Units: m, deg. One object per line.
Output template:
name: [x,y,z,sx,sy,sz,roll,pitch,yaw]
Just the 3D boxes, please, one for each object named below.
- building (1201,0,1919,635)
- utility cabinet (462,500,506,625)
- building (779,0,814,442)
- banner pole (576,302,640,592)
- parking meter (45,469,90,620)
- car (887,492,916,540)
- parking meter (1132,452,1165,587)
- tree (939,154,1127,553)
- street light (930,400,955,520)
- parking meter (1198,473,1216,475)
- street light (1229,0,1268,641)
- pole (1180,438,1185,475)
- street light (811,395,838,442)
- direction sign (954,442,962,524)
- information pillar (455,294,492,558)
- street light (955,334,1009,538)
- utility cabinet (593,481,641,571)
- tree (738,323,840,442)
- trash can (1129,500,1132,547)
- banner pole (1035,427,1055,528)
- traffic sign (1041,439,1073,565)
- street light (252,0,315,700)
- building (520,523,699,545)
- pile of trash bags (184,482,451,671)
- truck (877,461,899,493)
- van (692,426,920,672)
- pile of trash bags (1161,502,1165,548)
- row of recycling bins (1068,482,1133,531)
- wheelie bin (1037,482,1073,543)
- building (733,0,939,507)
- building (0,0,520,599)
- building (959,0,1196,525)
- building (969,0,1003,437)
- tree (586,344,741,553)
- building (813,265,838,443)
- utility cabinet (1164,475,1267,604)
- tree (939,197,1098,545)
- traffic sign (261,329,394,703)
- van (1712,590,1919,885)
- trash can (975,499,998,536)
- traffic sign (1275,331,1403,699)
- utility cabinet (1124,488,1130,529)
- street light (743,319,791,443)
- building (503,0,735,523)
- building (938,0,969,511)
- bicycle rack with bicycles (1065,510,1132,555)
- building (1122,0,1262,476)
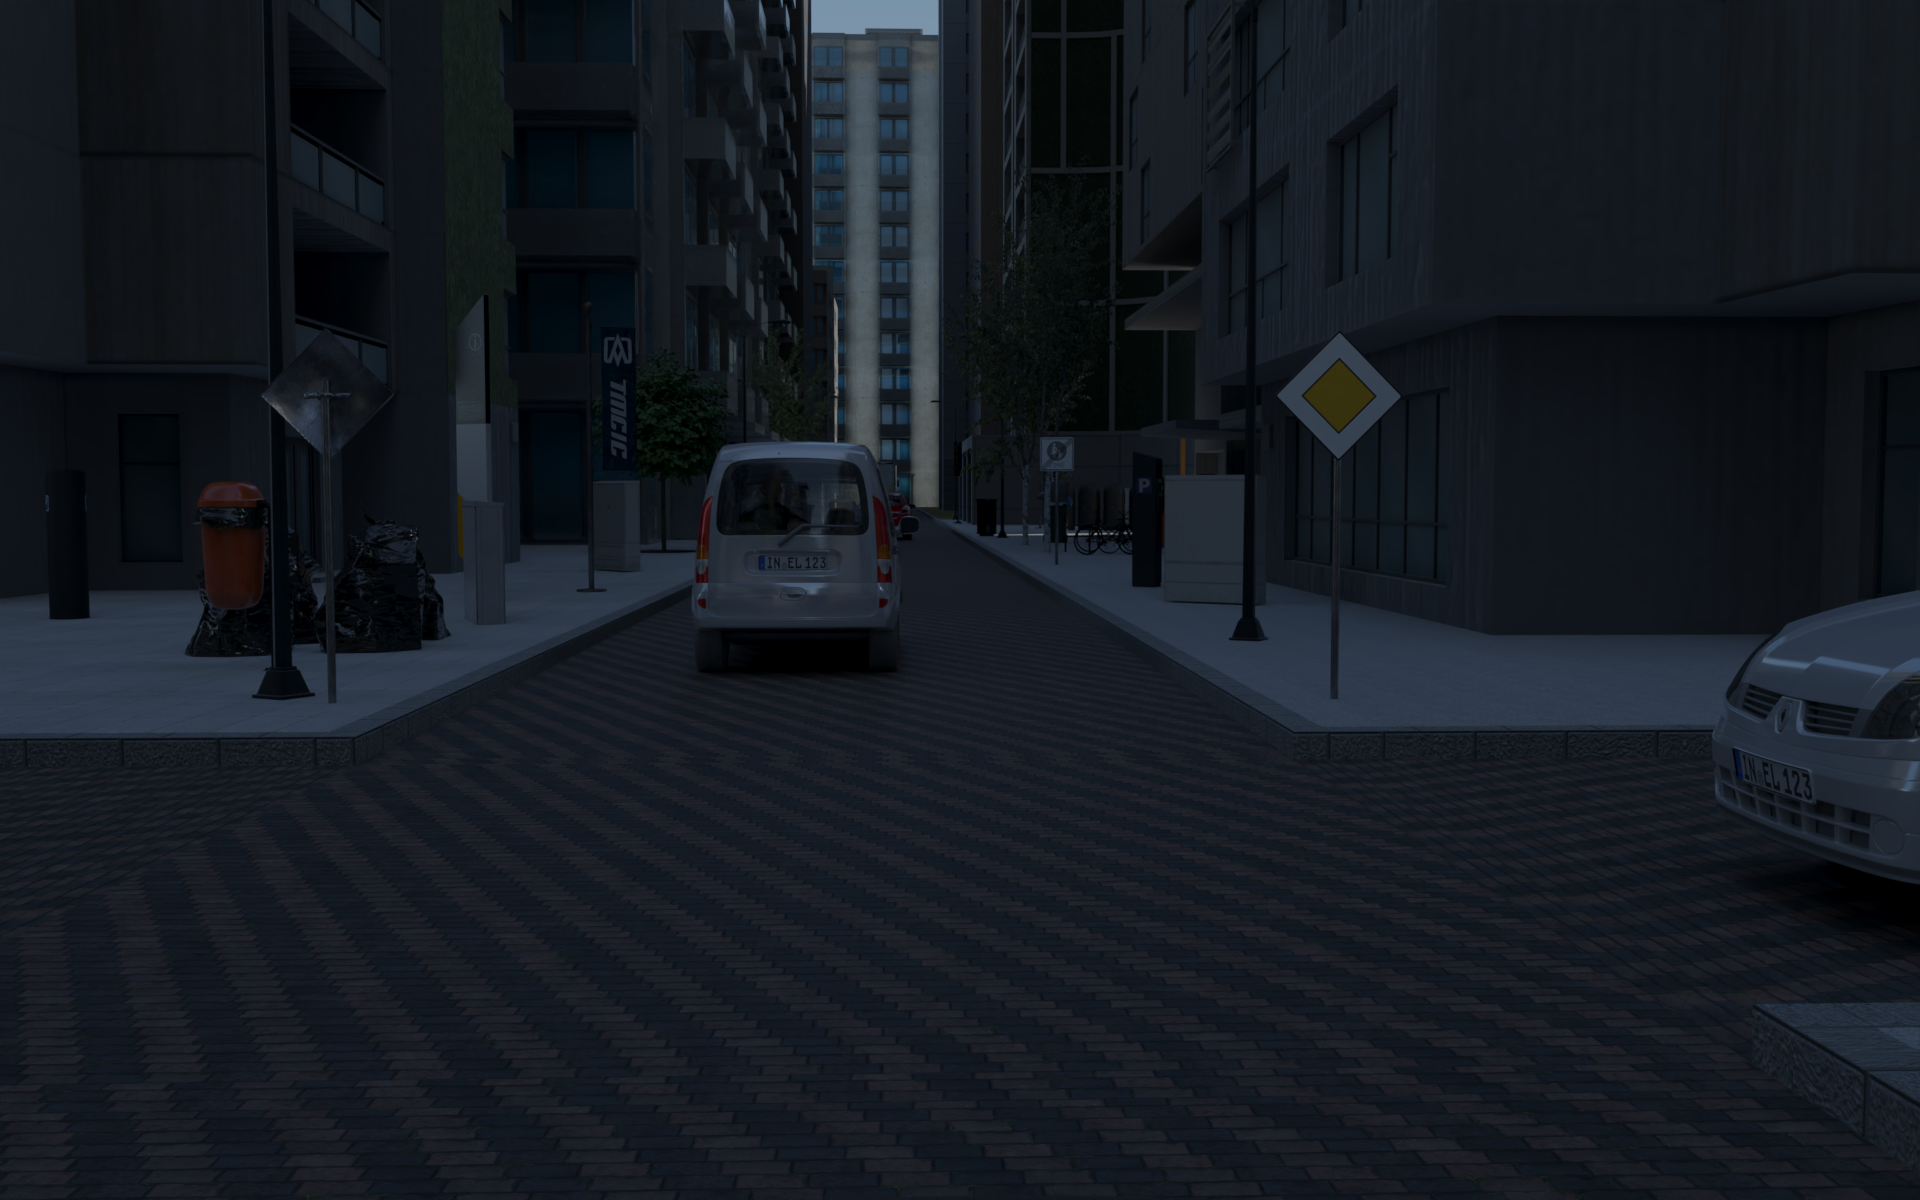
building: [10.675,-20.444,17.855,14.086,41.232,14.154,0,4,-2]
utility cabinet: [-4.790,-0.384,17.443,0.306,1.237,1.020,-1,4,-23]
building: [-17.694,-28.896,122.562,14.600,45.320,14.200,0,4,-2]
banner pole: [-4.642,-2.005,22.796,0.863,3.779,0.401,-2,4,-23]
parking meter: [-9.180,-0.575,17.813,0.372,1.533,0.369,0,3,0]
car: [-2.473,-2.845,55.563,2.155,1.783,4.494,0,4,-4]
parking meter: [2.597,-1.112,23.898,0.399,1.863,0.255,2,4,27]
tree: [1.834,-5.363,38.047,4.360,8.622,3.978,0,3,0]
street light: [-0.766,-6.929,85.831,1.470,5.913,1.316,0,4,-2]
parking meter: [3.039,-0.803,21.543,0.372,1.533,0.369,0,3,0]
street light: [1.998,-2.600,15.052,1.470,5.913,1.316,0,4,-2]
pole: [7.760,-4.070,60.385,0.158,3.312,0.155,0,3,0]
street light: [-6.447,-6.668,81.561,1.470,5.913,1.316,0,4,-2]
direction sign: [-0.086,-5.094,75.282,0.379,3.537,0.876,1,4,22]
information pillar: [-5.739,-1.782,20.485,0.504,3.616,0.183,2,4,28]
street light: [0.698,-4.765,50.445,1.470,5.913,1.316,0,4,-2]
utility cabinet: [-5.772,-1.233,28.845,0.318,1.500,1.173,-3,5,-41]
tree: [-7.520,-7.658,75.572,4.737,8.622,4.395,0,3,0]
trash can: [4.295,-1.749,40.248,0.748,1.137,0.748,0,3,0]
banner pole: [3.231,-4.573,64.792,0.863,3.779,0.401,0,4,-7]
traffic sign: [1.750,-1.786,31.326,0.606,2.300,0.079,0,4,7]
street light: [-3.734,-2.339,10.781,1.470,5.913,1.316,0,4,-2]
building: [-17.881,-26.598,54.490,23.786,49.044,30.456,0,4,-2]
pile of trash bags: [-5.341,-0.260,14.005,1.912,1.369,3.447,0,4,-4]
truck: [-6.965,-10.131,154.549,2.839,4.237,11.283,0,4,-1]
van: [-1.356,-0.510,15.349,2.013,2.044,4.112,0,4,-2]
pile of trash bags: [4.239,-1.080,27.418,3.447,1.369,1.912,-2,4,-35]
row of recycling bins: [5.051,-3.318,61.357,3.534,1.692,1.069,0,4,7]
wheelie bin: [2.514,-2.317,45.798,0.980,1.594,0.693,1,4,9]
building: [-6.943,-34.346,181.171,30.456,49.044,23.786,0,4,-2]
building: [-15.115,-20.856,24.599,14.154,41.232,14.086,0,4,-2]
building: [10.518,-38.922,74.622,20.563,71.187,20.611,0,4,-2]
building: [7.702,-27.302,96.502,14.600,45.320,14.200,0,4,-2]
tree: [-6.457,-3.330,38.152,4.285,4.588,4.351,0,3,0]
building: [-25.279,-18.481,147.204,28.899,21.520,27.650,0,4,-2]
utility cabinet: [2.990,-0.709,20.271,1.173,1.500,0.318,2,4,34]
tree: [1.597,-5.700,43.560,4.737,8.622,4.395,0,3,0]
traffic sign: [-3.849,-0.424,10.567,0.795,2.450,0.064,0,4,-2]
van: [4.812,0.064,5.970,4.112,2.044,2.013,0,4,-2]
trash can: [0.816,-2.520,52.859,0.748,1.137,0.748,0,3,0]
traffic sign: [2.341,-0.437,10.785,0.795,2.450,0.064,0,4,-2]
utility cabinet: [6.100,-3.349,63.441,0.318,1.500,1.173,-2,4,-23]
street light: [-5.196,-4.503,46.167,1.470,5.913,1.316,0,4,-2]
building: [-21.015,-29.357,99.592,23.786,49.044,30.456,0,4,-2]
building: [8.663,-36.964,146.356,21.231,58.520,28.212,0,4,-2]
bicycle rack with bicycles: [3.579,-1.481,37.590,2.925,0.926,2.852,-1,4,-12]
building: [19.224,-27.784,43.502,28.713,52.752,27.495,0,4,-2]
